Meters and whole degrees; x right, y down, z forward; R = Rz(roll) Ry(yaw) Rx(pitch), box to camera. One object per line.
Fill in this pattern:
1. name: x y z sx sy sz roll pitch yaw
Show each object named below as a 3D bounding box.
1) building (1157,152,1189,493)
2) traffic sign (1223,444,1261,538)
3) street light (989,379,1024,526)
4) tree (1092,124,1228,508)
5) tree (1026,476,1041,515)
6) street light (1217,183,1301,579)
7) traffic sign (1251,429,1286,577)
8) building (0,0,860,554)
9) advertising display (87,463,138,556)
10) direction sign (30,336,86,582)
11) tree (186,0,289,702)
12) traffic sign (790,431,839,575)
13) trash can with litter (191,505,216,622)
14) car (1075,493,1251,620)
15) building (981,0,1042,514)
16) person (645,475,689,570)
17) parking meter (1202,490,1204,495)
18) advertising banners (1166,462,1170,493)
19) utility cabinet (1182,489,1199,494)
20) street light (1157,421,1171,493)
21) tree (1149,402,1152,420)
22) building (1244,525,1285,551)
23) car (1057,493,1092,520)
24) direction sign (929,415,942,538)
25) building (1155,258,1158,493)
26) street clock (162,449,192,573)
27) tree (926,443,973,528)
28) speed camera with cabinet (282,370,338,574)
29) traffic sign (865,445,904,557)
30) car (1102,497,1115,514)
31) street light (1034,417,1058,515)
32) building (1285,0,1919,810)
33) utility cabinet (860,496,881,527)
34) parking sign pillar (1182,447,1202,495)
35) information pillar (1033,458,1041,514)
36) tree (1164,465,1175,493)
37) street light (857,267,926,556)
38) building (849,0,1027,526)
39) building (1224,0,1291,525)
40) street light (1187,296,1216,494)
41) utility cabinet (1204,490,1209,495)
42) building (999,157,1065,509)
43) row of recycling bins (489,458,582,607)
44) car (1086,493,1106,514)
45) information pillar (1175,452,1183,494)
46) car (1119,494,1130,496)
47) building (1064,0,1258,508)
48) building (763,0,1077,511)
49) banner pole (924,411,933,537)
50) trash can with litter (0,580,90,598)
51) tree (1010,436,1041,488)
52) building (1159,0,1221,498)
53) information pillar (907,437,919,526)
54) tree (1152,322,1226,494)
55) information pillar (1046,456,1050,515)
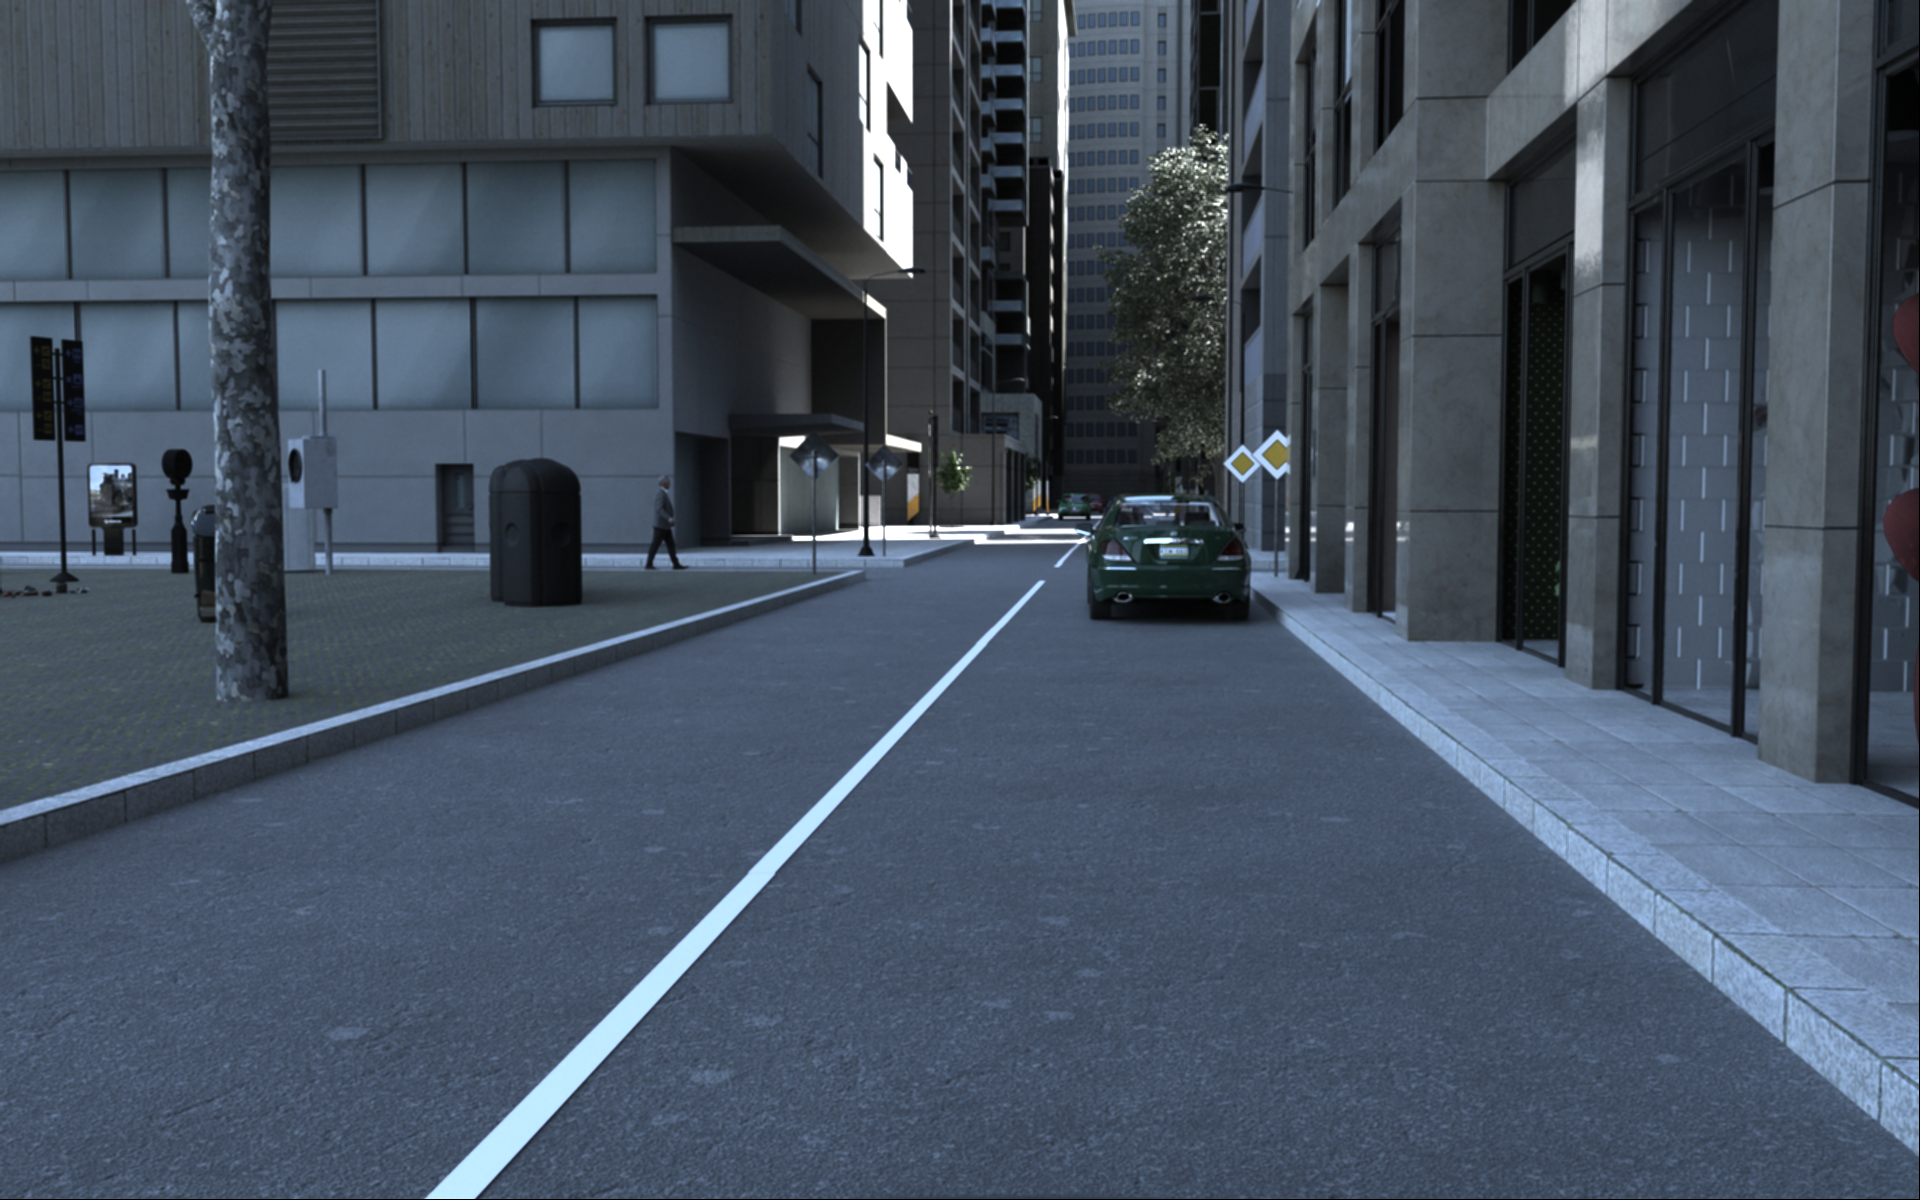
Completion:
1. building: 24.472 -23.049 148.557 14.160 30.474 14.107 0 4 5
2. traffic sign: 5.658 -1.902 34.733 0.795 2.450 0.064 0 4 5
3. street light: 1.884 -5.950 69.816 1.470 5.913 1.316 0 4 5
4. tree: 9.140 -9.377 59.964 9.857 13.997 8.962 0 3 0
5. tree: 3.841 -6.842 106.472 1.663 3.219 1.824 0 3 0
6. street light: 4.668 -3.270 26.010 1.470 5.913 1.316 0 4 5
7. traffic sign: 4.894 -1.415 26.784 0.795 2.450 0.064 0 4 5
8. building: -15.979 -28.105 48.753 28.713 52.752 27.495 0 4 5
9. advertising display: -17.665 -1.890 36.114 0.974 1.923 0.123 0 4 1
10. direction sign: -13.162 -2.040 25.344 0.379 3.537 0.876 1 4 21
11. tree: -3.550 -9.515 11.465 12.611 20.169 13.585 0 3 0
12. traffic sign: -2.315 -1.459 27.495 0.795 2.450 0.064 0 4 5
13. trash can with litter: -7.530 -0.389 17.742 0.624 1.170 1.055 -2 4 -24
14. car: 2.473 -0.571 21.142 2.131 1.459 4.920 0 4 4
15. building: -4.889 -49.679 124.925 22.319 86.520 31.000 0 4 5
16. person: -5.446 -1.425 32.191 0.834 1.777 0.661 -1 4 -15
17. parking meter: 13.248 -5.312 95.257 0.372 1.533 0.369 0 3 0
18. advertising banners: 11.587 -6.140 96.583 0.090 3.025 2.074 0 4 2
19. utility cabinet: 10.982 -4.595 83.801 1.173 1.500 0.318 -1 4 -20
20. street light: 9.316 -6.254 74.793 1.470 5.913 1.316 0 4 5
21. tree: 10.646 -7.899 79.516 4.360 8.622 3.978 0 3 0
22. building: 21.125 -30.471 40.205 28.212 58.520 21.231 0 4 5
23. car: 6.312 -5.299 95.430 1.959 1.807 4.718 0 4 4
24. direction sign: -0.723 -3.563 50.259 0.379 3.537 0.876 -1 4 -9
25. building: 25.969 -23.959 163.426 14.160 30.474 14.107 0 4 5
26. street clock: -12.659 -1.436 28.052 0.358 2.002 0.471 1 4 10
27. tree: -0.246 -4.343 65.604 1.663 3.219 1.824 0 3 0
28. speed camera with cabinet: -10.755 -2.065 28.097 0.660 3.252 2.038 -3 5 -40
29. traffic sign: -1.552 -1.945 35.443 0.795 2.450 0.064 0 4 5
30. car: 7.157 -3.851 75.545 1.945 1.354 3.894 0 4 6
31. street light: 5.164 -8.038 103.970 1.470 5.913 1.316 0 4 5
32. building: 12.960 -12.458 8.205 19.350 26.468 34.151 0 4 5
33. utility cabinet: -3.603 -3.433 67.285 1.020 1.237 0.306 0 4 1
34. parking sign pillar: 11.975 -6.181 89.533 1.447 3.967 1.447 -2 4 -26
35. information pillar: 4.828 -7.181 108.768 0.504 3.616 0.183 0 4 -3
36. tree: 13.875 -7.312 114.146 1.663 3.219 1.824 0 3 0
37. street light: -1.404 -3.861 35.662 1.470 5.913 1.316 0 4 5
38. building: -7.361 -39.220 79.505 20.563 71.187 20.611 0 4 5
39. building: 24.666 -33.717 93.266 21.231 58.520 28.212 0 4 5
40. street light: 6.081 -4.165 40.635 1.470 5.913 1.316 0 4 5
41. utility cabinet: 13.829 -5.609 100.393 1.173 1.500 0.318 2 4 24
42. building: 1.691 -23.053 148.621 14.160 30.474 14.107 0 4 5
43. row of recycling bins: -5.304 -0.869 21.326 1.069 1.692 3.534 -1 4 -18
44. car: 9.679 -7.268 127.872 2.155 1.783 4.494 0 4 4
45. information pillar: 10.411 -5.571 82.444 0.183 3.616 0.504 -2 4 -28
46. car: 11.329 -6.541 117.169 2.015 1.641 3.980 0 4 6
47. building: 19.234 -40.400 202.536 28.212 58.520 21.231 0 4 5
48. building: -2.707 -35.641 171.966 27.495 52.752 28.713 0 4 5
49. banner pole: -0.897 -3.787 51.938 0.401 3.779 0.863 0 4 3
50. trash can with litter: -11.930 -0.658 21.822 1.678 1.210 2.233 2 4 32
51. tree: 2.806 -7.043 98.867 4.285 4.588 4.351 0 3 0
52. building: 25.671 -42.296 129.793 20.563 71.187 20.611 0 4 5
53. information pillar: -1.920 -4.837 70.446 0.504 3.616 0.183 0 4 -2
54. tree: 10.694 -7.335 70.285 4.360 8.622 3.978 0 3 0
55. information pillar: 5.335 -6.983 105.528 0.183 3.616 0.504 0 4 -6
